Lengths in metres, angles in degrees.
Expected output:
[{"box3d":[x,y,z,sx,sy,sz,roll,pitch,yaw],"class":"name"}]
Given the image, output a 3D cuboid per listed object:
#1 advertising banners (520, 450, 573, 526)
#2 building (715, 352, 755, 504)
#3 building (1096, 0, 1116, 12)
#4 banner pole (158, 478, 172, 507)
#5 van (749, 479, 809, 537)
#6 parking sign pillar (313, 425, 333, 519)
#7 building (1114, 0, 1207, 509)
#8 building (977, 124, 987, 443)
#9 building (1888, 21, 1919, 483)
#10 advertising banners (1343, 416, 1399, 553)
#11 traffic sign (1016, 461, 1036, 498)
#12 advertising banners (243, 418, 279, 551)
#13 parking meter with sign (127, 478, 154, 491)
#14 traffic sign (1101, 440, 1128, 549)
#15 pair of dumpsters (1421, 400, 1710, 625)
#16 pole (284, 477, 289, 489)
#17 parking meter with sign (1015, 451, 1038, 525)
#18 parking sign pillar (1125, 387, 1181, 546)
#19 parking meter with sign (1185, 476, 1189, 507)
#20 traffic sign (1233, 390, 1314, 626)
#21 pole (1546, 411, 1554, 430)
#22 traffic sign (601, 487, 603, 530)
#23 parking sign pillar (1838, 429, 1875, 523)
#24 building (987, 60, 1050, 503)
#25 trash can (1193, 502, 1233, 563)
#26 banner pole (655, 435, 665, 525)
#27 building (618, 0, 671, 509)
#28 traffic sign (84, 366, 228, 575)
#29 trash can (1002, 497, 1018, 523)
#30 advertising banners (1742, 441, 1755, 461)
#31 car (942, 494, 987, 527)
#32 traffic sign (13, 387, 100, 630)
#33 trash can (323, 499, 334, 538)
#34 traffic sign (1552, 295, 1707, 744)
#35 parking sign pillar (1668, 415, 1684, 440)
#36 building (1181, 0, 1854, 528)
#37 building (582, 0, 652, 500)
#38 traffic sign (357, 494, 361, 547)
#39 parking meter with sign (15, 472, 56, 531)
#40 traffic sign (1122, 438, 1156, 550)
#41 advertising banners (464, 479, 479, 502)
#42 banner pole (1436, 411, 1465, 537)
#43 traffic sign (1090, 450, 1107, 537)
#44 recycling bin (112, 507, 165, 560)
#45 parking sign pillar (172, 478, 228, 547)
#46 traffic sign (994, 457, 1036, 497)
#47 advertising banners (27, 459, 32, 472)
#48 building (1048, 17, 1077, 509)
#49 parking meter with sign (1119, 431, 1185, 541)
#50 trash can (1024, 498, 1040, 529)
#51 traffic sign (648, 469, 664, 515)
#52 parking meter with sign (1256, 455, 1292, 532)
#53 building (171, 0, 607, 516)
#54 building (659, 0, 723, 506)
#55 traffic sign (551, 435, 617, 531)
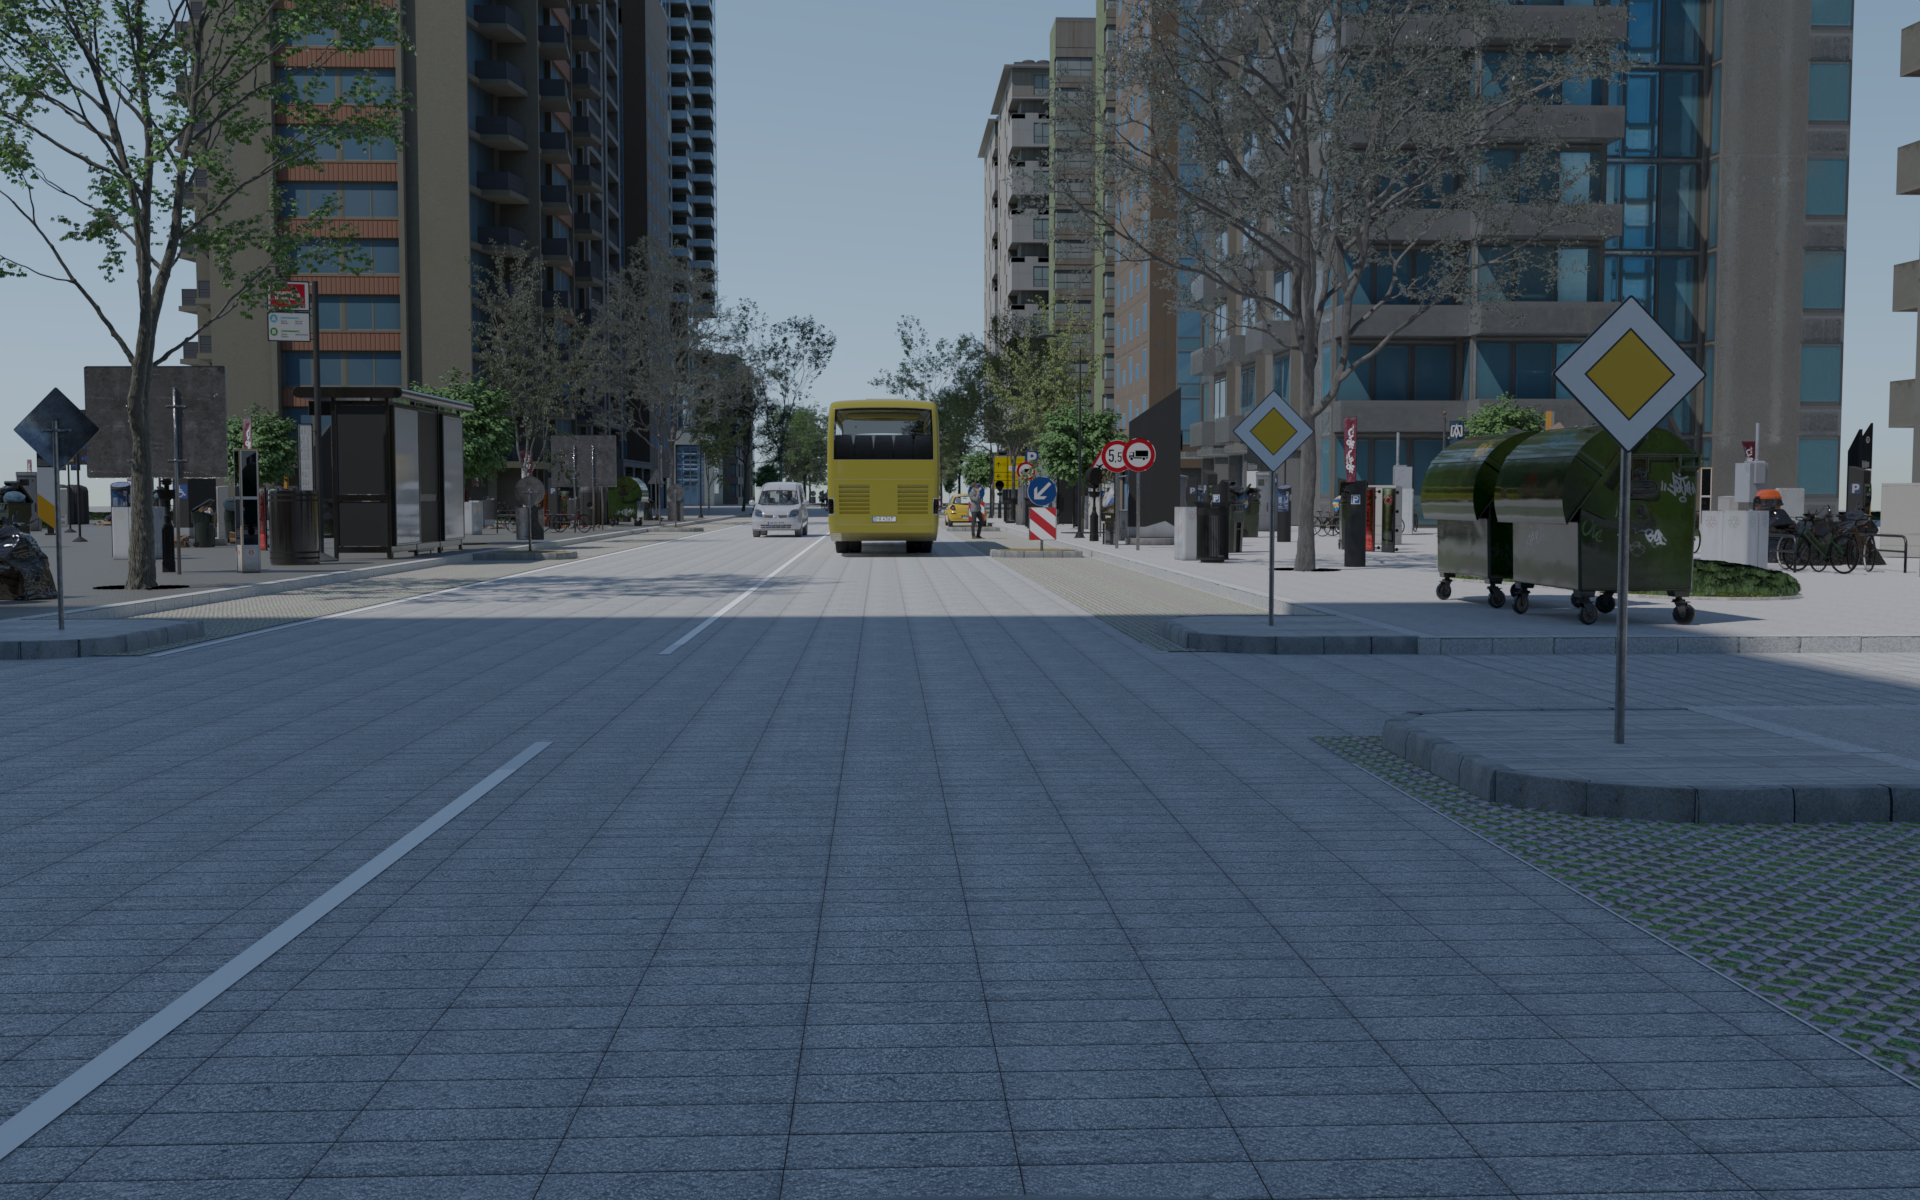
[{"box3d":[-16.611,-4.484,69.507,2.074,3.025,0.090,-1,4,-22],"class":"advertising banners"},{"box3d":[-41.911,-23.387,227.422,27.650,21.520,28.899,0,4,-3],"class":"building"},{"box3d":[15.720,-26.362,114.612,14.154,41.232,14.086,0,4,-3],"class":"building"},{"box3d":[-23.026,-3.674,50.089,0.863,3.779,0.401,2,4,35],"class":"banner pole"},{"box3d":[-6.090,-3.168,58.800,2.013,2.044,4.112,0,4,-1],"class":"van"},{"box3d":[-24.706,-4.786,66.718,1.447,3.967,1.447,1,4,9],"class":"parking sign pillar"},{"box3d":[16.804,-27.524,100.128,14.600,45.320,14.200,0,4,-3],"class":"building"},{"box3d":[17.444,-39.680,238.006,28.713,52.752,27.495,0,4,-3],"class":"building"},{"box3d":[32.206,-25.089,33.912,21.600,48.544,21.300,0,4,-3],"class":"building"},{"box3d":[9.094,-2.585,38.454,0.090,3.025,2.074,-1,4,-22],"class":"advertising banners"},{"box3d":[2.585,-4.136,67.729,0.768,2.556,0.104,0,4,3],"class":"traffic sign"},{"box3d":[-15.861,-2.639,39.338,0.090,3.025,2.074,-3,5,-43],"class":"advertising banners"},{"box3d":[-36.959,-4.980,77.689,0.543,3.016,1.738,2,4,33],"class":"parking meter with sign"},{"box3d":[3.698,-2.486,40.759,0.768,2.556,0.104,0,4,6],"class":"traffic sign"},{"box3d":[6.477,-1.005,18.923,1.574,2.255,4.437,0,4,-2],"class":"pair of dumpsters"},{"box3d":[-32.080,-5.422,82.486,0.158,3.312,0.155,0,3,0],"class":"pole"},{"box3d":[2.692,-4.597,71.416,0.543,3.016,1.738,-1,4,-15],"class":"parking meter with sign"},{"box3d":[4.902,-3.381,43.758,1.447,3.967,1.447,0,4,1],"class":"parking sign pillar"},{"box3d":[8.638,-4.386,67.974,0.543,3.016,1.738,3,5,43],"class":"parking meter with sign"},{"box3d":[3.031,-0.807,16.830,0.795,2.450,0.064,0,4,-3],"class":"traffic sign"},{"box3d":[14.524,-2.989,42.721,0.158,3.312,0.155,0,3,0],"class":"pole"},{"box3d":[-12.814,-3.665,62.045,0.606,2.300,0.079,0,4,5],"class":"traffic sign"},{"box3d":[37.526,-5.134,72.420,1.447,3.967,1.447,1,4,9],"class":"parking sign pillar"},{"box3d":[18.820,-37.945,209.642,28.713,52.752,27.495,0,4,-3],"class":"building"},{"box3d":[4.728,-1.269,32.404,0.748,1.137,0.748,0,3,0],"class":"trash can"},{"box3d":[-12.626,-5.078,73.036,0.401,3.779,0.863,0,4,2],"class":"banner pole"},{"box3d":[-32.472,-30.378,146.792,14.600,45.320,14.200,0,4,-3],"class":"building"},{"box3d":[-12.763,-2.058,27.515,2.265,3.308,0.079,0,4,1],"class":"traffic sign"},{"box3d":[2.215,-3.939,76.057,0.748,1.137,0.748,0,3,0],"class":"trash can"},{"box3d":[26.898,-3.760,57.666,2.074,3.025,0.090,-1,4,-12],"class":"advertising banners"},{"box3d":[0.235,-4.069,76.757,2.015,1.641,3.980,0,4,-3],"class":"car"},{"box3d":[-8.502,-0.776,16.332,0.795,2.450,0.064,0,4,-3],"class":"traffic sign"},{"box3d":[-18.422,-2.376,50.505,0.748,1.137,0.748,0,3,0],"class":"trash can"},{"box3d":[3.391,-0.319,8.853,0.795,2.450,0.064,0,4,-3],"class":"traffic sign"},{"box3d":[24.141,-4.302,58.814,1.447,3.967,1.447,0,4,5],"class":"parking sign pillar"},{"box3d":[22.752,-27.942,76.461,23.786,49.044,30.456,0,4,-3],"class":"building"},{"box3d":[-34.092,-42.216,128.487,20.563,71.187,20.611,0,4,-3],"class":"building"},{"box3d":[-14.116,-2.479,40.635,0.768,2.556,0.104,0,4,1],"class":"traffic sign"},{"box3d":[-32.045,-3.872,59.574,1.738,3.016,0.543,-1,4,-14],"class":"parking meter with sign"},{"box3d":[4.049,-2.400,39.349,0.768,2.556,0.104,0,4,-2],"class":"traffic sign"},{"box3d":[-17.562,-3.982,61.288,0.090,3.025,2.074,1,4,19],"class":"advertising banners"},{"box3d":[14.753,-3.794,52.042,0.863,3.779,0.401,3,5,41],"class":"banner pole"},{"box3d":[4.181,-3.153,51.556,0.884,2.594,0.081,0,4,0],"class":"traffic sign"},{"box3d":[-16.137,-1.314,34.045,0.722,1.027,0.722,0,4,3],"class":"recycling bin"},{"box3d":[-18.984,-3.330,42.923,1.447,3.967,1.447,0,4,6],"class":"parking sign pillar"},{"box3d":[2.922,-6.029,92.448,2.265,3.308,0.079,0,3,0],"class":"traffic sign"},{"box3d":[-47.491,-5.604,87.818,2.074,3.025,0.090,3,4,39],"class":"advertising banners"},{"box3d":[14.692,-28.710,153.005,14.154,41.232,14.086,0,4,-3],"class":"building"},{"box3d":[5.198,-3.140,47.603,1.738,3.016,0.543,-1,4,-13],"class":"parking meter with sign"},{"box3d":[2.719,-3.229,64.451,0.748,1.137,0.748,0,3,0],"class":"trash can"},{"box3d":[-15.757,-5.490,89.771,0.884,2.594,0.081,0,4,5],"class":"traffic sign"},{"box3d":[10.495,-3.848,59.177,0.543,3.016,1.738,-3,4,-36],"class":"parking meter with sign"},{"box3d":[-33.773,-27.500,104.242,22.147,44.769,28.867,0,4,-3],"class":"building"},{"box3d":[-37.873,-53.994,195.471,22.319,86.520,31.000,0,4,-3],"class":"building"},{"box3d":[-12.964,-4.025,59.677,2.265,3.308,0.079,0,4,2],"class":"traffic sign"}]
